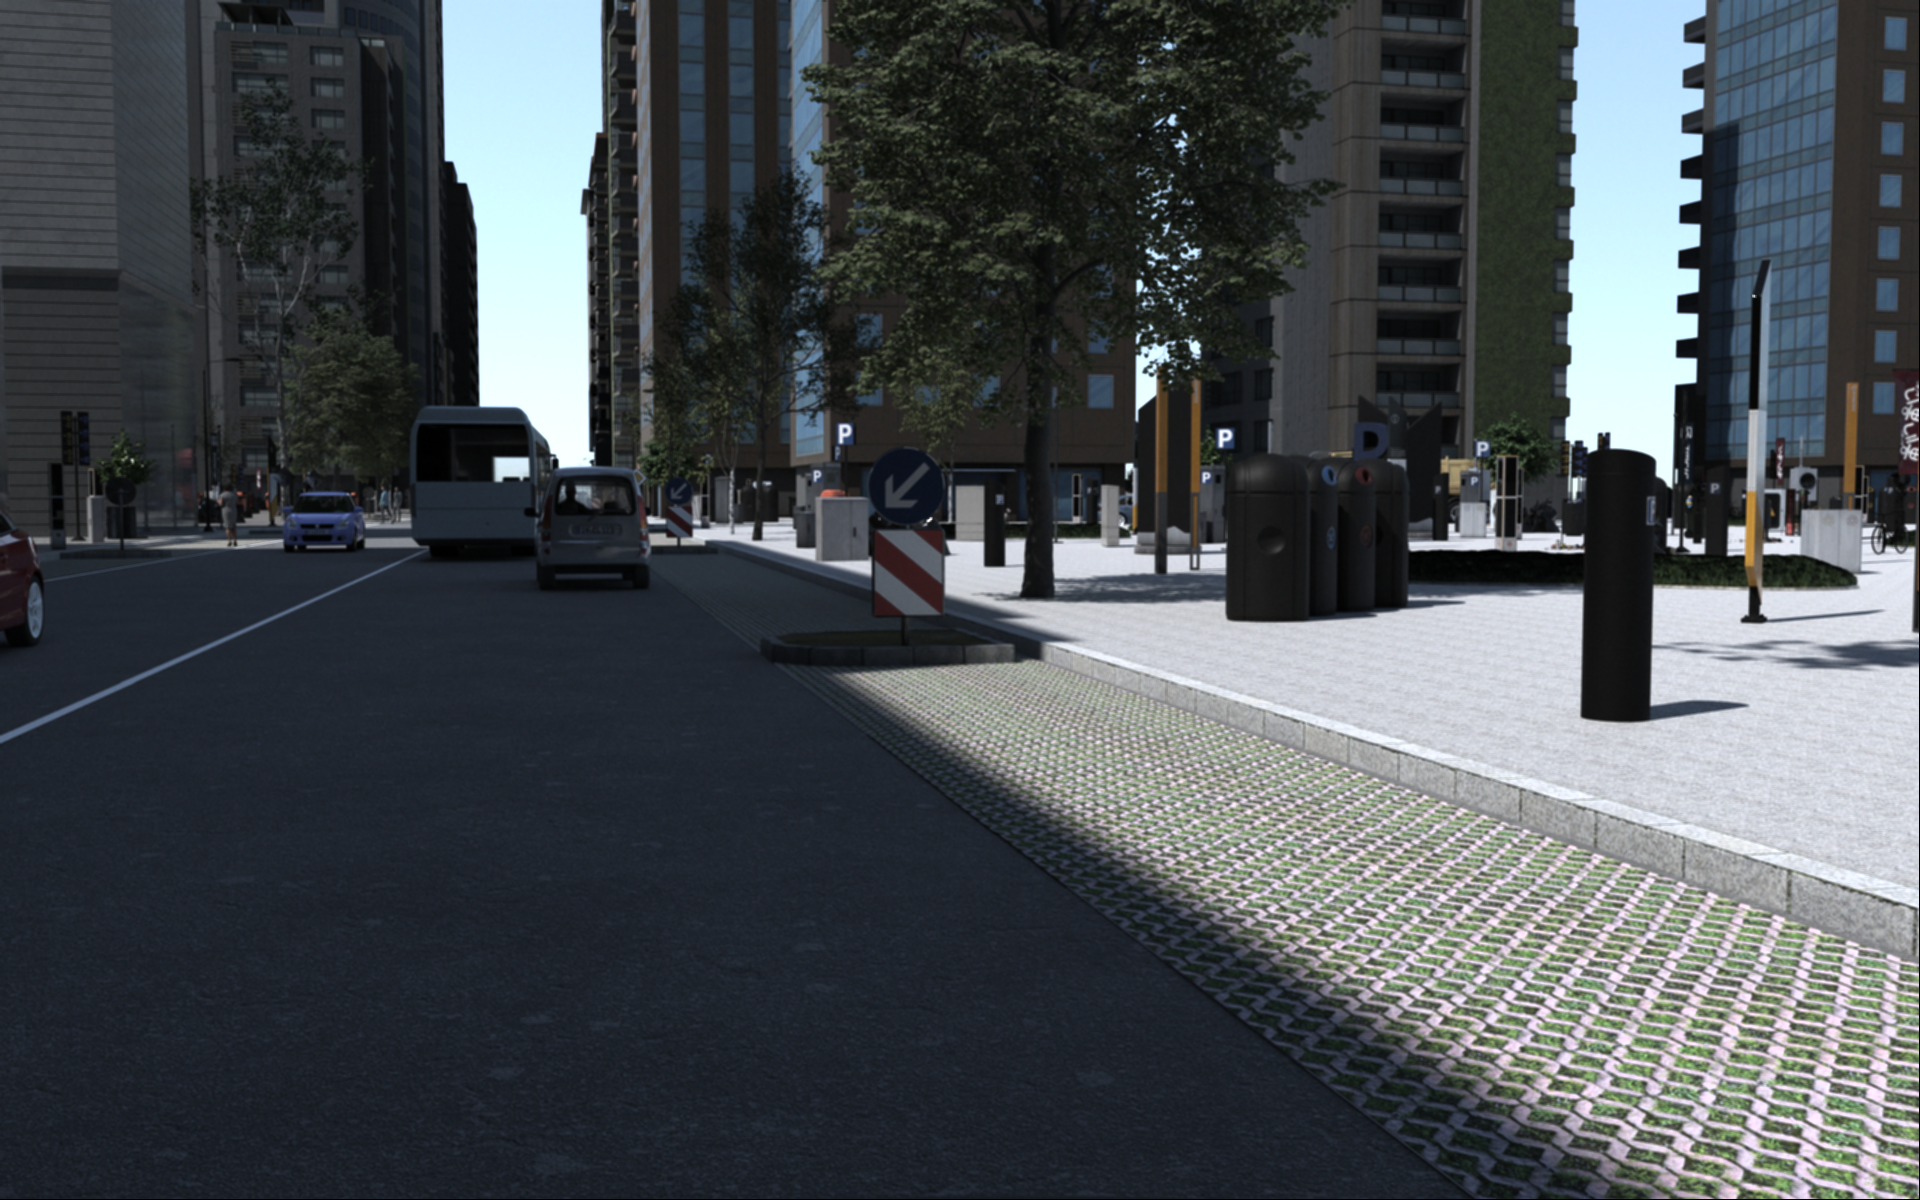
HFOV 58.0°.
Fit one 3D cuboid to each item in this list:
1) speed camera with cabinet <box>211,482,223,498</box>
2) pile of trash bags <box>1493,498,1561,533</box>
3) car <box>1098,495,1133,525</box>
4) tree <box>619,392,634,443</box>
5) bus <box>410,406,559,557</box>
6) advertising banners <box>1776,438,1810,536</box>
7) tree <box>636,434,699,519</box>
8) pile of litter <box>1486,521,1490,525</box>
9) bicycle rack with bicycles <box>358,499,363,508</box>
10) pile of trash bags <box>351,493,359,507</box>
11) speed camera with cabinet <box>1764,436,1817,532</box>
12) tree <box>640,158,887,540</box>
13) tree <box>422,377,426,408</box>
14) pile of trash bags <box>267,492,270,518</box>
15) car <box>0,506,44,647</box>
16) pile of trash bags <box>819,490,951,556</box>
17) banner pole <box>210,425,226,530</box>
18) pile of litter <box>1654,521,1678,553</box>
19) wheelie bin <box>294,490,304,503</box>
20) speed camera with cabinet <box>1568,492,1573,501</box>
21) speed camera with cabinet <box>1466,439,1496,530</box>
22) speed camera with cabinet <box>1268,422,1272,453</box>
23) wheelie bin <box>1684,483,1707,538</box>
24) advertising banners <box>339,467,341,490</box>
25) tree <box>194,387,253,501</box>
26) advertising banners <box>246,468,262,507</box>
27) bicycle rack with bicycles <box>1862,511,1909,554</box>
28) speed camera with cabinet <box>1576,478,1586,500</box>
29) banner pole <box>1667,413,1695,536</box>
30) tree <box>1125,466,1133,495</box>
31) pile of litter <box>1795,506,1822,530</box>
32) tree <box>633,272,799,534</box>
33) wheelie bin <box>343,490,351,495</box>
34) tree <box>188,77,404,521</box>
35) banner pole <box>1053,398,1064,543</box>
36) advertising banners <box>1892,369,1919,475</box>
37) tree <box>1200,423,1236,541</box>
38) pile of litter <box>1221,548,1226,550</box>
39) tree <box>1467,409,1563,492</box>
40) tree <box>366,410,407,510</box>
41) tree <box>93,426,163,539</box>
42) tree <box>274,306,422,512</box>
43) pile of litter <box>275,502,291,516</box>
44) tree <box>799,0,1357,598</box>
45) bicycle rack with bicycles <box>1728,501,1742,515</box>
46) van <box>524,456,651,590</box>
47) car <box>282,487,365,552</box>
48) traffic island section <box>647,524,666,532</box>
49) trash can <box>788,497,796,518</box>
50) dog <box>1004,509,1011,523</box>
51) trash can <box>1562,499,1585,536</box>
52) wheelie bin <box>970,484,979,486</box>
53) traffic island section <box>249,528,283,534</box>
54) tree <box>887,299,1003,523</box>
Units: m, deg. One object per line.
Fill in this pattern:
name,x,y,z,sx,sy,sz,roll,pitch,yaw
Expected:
speed camera with cabinet,-55.235,-8.222,128.759,0.660,3.252,2.038,-1,4,-14
pile of trash bags,18.983,-2.986,58.576,1.912,1.369,3.447,0,4,3
car,7.812,-3.826,74.552,4.499,1.417,2.014,-1,4,-12
tree,-13.548,-8.134,83.359,4.737,8.622,4.395,0,3,0
bus,-11.564,-2.934,42.836,2.948,3.499,13.247,-1,4,-12
advertising banners,25.572,-3.490,53.250,0.090,3.025,2.074,0,4,-1
tree,-14.950,-6.424,88.744,4.285,4.588,4.351,0,3,0
pile of litter,22.329,-3.474,70.771,1.719,0.858,1.176,3,4,39
bicycle rack with bicycles,-46.635,-7.424,134.765,2.925,0.926,2.852,-2,4,-30
pile of trash bags,-38.870,-6.087,109.270,1.912,1.369,3.447,0,4,7
speed camera with cabinet,28.026,-3.951,58.935,2.038,3.252,0.660,0,4,-2
tree,-5.270,-6.926,47.653,7.601,10.594,8.767,-1,4,-9
tree,-41.361,-12.545,123.232,7.486,12.596,7.792,0,3,0
pile of trash bags,-38.558,-5.099,93.129,3.447,1.369,1.912,-2,4,-28
car,-9.221,-0.348,14.725,2.155,1.783,4.494,-1,4,-15
pile of trash bags,-1.746,-1.572,35.449,1.912,1.369,3.447,2,4,32
banner pole,-26.697,-4.418,62.251,0.401,3.779,0.863,0,4,3
pile of litter,13.165,-1.123,32.321,1.176,0.858,1.719,2,4,28
wheelie bin,-48.562,-7.316,127.522,0.980,1.594,0.693,0,4,8
speed camera with cabinet,43.014,-7.958,124.447,0.660,3.252,2.038,-2,4,-33
speed camera with cabinet,18.963,-4.106,61.465,0.660,3.252,2.038,-3,4,-36
speed camera with cabinet,9.158,-3.232,47.180,2.038,3.252,0.660,2,4,27
wheelie bin,21.475,-2.589,50.243,0.980,1.594,0.693,-3,5,-40
advertising banners,-41.021,-7.143,112.969,0.090,3.025,2.074,1,4,18
tree,-51.706,-10.397,120.359,4.360,8.622,3.978,0,3,0
advertising banners,-48.016,-7.403,117.220,2.074,3.025,0.090,1,4,22
bicycle rack with bicycles,20.437,-1.422,36.633,2.852,0.926,2.925,3,5,45
speed camera with cabinet,40.668,-7.247,112.824,0.660,3.252,2.038,2,4,31
banner pole,22.256,-3.881,53.471,0.401,3.779,0.863,-2,4,-35
tree,11.995,-7.662,119.868,1.663,3.219,1.824,0,3,0
pile of litter,30.153,-2.907,61.488,1.719,0.858,1.176,0,4,-6
tree,-7.250,-6.411,55.184,4.737,8.622,4.395,0,3,0
wheelie bin,-50.346,-8.221,142.325,0.693,1.594,0.980,2,4,32
tree,-32.766,-13.782,81.229,12.611,20.169,13.585,0,3,0
banner pole,2.288,-3.383,45.323,0.863,3.779,0.401,0,4,7
advertising banners,14.087,-1.721,24.323,2.074,3.025,0.090,0,4,1
tree,6.679,-3.226,47.354,1.663,3.219,1.824,0,3,0
pile of litter,6.864,-1.563,39.512,1.719,0.858,1.176,2,4,24
tree,21.389,-5.096,67.026,4.285,4.588,4.351,0,3,0
tree,-45.866,-11.505,138.476,4.737,8.622,4.395,0,3,0
tree,-23.995,-3.363,49.590,1.663,3.219,1.824,0,3,0
tree,-37.378,-11.421,104.868,7.486,12.596,7.792,0,3,0
pile of litter,-39.628,-5.373,101.820,1.719,0.858,1.176,2,4,31
tree,1.273,-6.322,21.494,7.486,12.596,7.792,0,3,0
bicycle rack with bicycles,39.777,-4.497,86.910,2.852,0.926,2.925,-1,4,-17
van,-5.864,-1.249,27.430,2.013,2.044,4.112,-1,4,-14
car,-16.105,-2.100,43.919,1.945,1.707,3.694,-1,4,-14
traffic island section,-12.257,-2.667,65.889,2.009,0.180,2.903,-1,4,-13
trash can,-8.790,-4.925,92.173,0.748,1.137,0.748,0,3,0
dog,1.917,-3.466,73.504,0.513,0.831,0.800,0,3,0
trash can,18.791,-2.528,52.989,0.748,1.137,0.748,0,3,0
wheelie bin,0.435,-2.853,54.555,0.693,1.594,0.980,-1,4,-22
traffic island section,-24.566,-2.491,63.013,2.009,0.180,2.903,-1,4,-13
tree,-0.587,-6.908,63.314,4.737,8.622,4.395,0,3,0
